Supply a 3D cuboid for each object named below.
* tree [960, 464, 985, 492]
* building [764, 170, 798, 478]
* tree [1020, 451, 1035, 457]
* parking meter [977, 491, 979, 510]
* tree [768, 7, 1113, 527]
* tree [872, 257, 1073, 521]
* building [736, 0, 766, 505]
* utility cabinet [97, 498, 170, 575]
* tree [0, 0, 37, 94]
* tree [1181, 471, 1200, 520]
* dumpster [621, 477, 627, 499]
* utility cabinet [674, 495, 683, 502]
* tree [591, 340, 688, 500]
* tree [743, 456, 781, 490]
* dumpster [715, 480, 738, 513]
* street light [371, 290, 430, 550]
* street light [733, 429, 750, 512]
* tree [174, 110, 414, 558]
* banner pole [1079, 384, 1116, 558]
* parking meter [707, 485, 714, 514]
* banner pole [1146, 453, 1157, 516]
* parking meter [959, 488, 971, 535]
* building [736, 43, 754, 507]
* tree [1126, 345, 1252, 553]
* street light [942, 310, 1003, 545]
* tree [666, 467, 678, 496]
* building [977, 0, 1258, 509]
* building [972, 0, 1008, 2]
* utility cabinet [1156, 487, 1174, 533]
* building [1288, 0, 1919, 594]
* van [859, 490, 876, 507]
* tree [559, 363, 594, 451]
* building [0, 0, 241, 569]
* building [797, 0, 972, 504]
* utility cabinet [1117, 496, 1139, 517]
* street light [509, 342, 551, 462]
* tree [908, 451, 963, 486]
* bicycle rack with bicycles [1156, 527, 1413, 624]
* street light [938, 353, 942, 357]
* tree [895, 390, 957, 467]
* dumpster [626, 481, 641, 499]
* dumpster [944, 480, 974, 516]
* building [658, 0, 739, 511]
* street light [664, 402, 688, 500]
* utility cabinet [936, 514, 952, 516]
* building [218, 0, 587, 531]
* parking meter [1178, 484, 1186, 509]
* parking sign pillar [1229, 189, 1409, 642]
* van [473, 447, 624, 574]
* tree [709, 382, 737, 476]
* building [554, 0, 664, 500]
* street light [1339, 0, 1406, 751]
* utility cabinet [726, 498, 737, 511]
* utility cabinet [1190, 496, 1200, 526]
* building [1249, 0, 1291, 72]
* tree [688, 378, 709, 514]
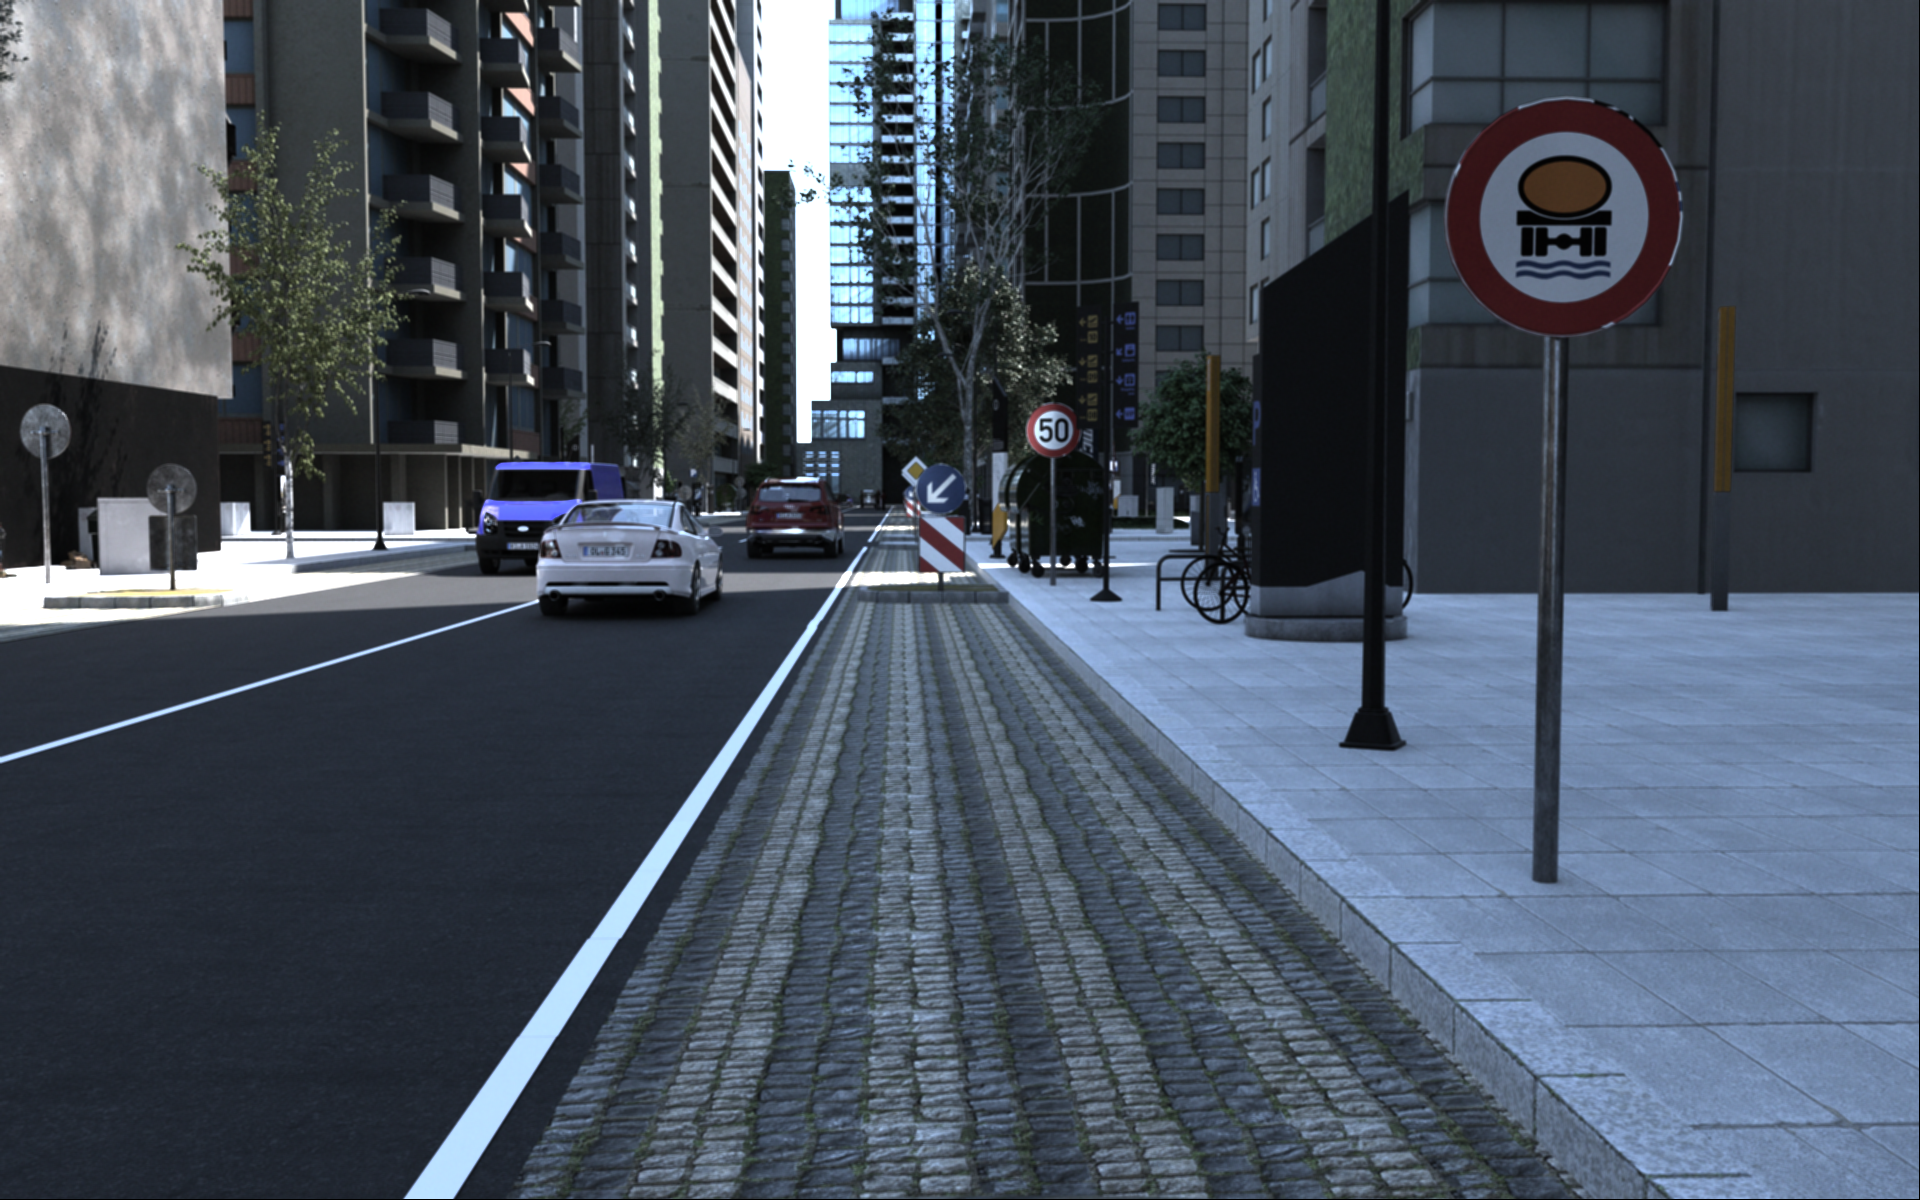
[{"bbox_3d":[0.611,-6.087,94.122,1.663,3.219,1.824,0,3,0],"label":"tree"},{"bbox_3d":[-28.031,-32.855,220.780,14.086,41.232,14.154,0,4,-2],"label":"building"},{"bbox_3d":[2.187,-2.888,41.814,1.663,3.219,1.824,0,3,0],"label":"tree"},{"bbox_3d":[0.931,-5.692,101.475,0.372,1.533,0.369,0,3,0],"label":"parking meter"},{"bbox_3d":[-0.701,-13.006,68.531,12.611,20.169,13.585,0,3,0],"label":"tree"},{"bbox_3d":[0.644,-10.198,83.748,9.611,12.733,9.660,0,3,0],"label":"tree"},{"bbox_3d":[-35.785,-39.578,189.094,28.212,58.520,21.231,0,4,-2],"label":"building"},{"bbox_3d":[-13.149,-1.004,27.580,1.020,1.237,0.306,-2,4,-24],"label":"utility cabinet"},{"bbox_3d":[-13.491,-6.348,14.165,12.009,13.543,11.850,0,3,0],"label":"tree"},{"bbox_3d":[11.546,-5.491,84.387,1.663,3.219,1.824,0,3,0],"label":"tree"},{"bbox_3d":[-11.723,-3.089,55.457,1.985,2.255,1.502,0,4,-1],"label":"dumpster"},{"bbox_3d":[-15.625,-5.246,96.931,0.306,1.237,1.020,1,4,18],"label":"utility cabinet"},{"bbox_3d":[-15.428,-8.082,82.498,4.360,8.622,3.978,0,3,0],"label":"tree"},{"bbox_3d":[-16.990,-10.090,148.685,4.285,4.588,4.351,0,3,0],"label":"tree"},{"bbox_3d":[-16.176,-7.181,119.904,1.502,2.255,1.985,0,4,-2],"label":"dumpster"},{"bbox_3d":[-12.749,-4.096,39.516,1.470,5.913,1.316,0,4,-2],"label":"street light"},{"bbox_3d":[-15.604,-9.221,123.309,1.470,5.913,1.316,0,4,-2],"label":"street light"},{"bbox_3d":[-13.147,-5.140,34.397,4.737,8.622,4.395,0,3,0],"label":"tree"},{"bbox_3d":[2.706,-2.728,34.612,0.863,3.779,0.401,-1,4,-13],"label":"banner pole"},{"bbox_3d":[-15.921,-6.414,110.581,0.255,1.863,0.399,3,5,39],"label":"parking meter"},{"bbox_3d":[9.330,-5.795,84.761,0.863,3.779,0.401,3,5,42],"label":"banner pole"},{"bbox_3d":[0.144,-2.788,53.998,0.372,1.533,0.369,0,3,0],"label":"parking meter"},{"bbox_3d":[-28.029,-31.849,170.845,14.600,45.320,14.200,0,4,-2],"label":"building"},{"bbox_3d":[5.386,-3.330,38.163,4.285,4.588,4.351,0,3,0],"label":"tree"},{"bbox_3d":[0.365,-4.359,43.819,1.470,5.913,1.316,0,4,-2],"label":"street light"},{"bbox_3d":[-20.460,-7.749,121.296,1.663,3.219,1.824,0,3,0],"label":"tree"},{"bbox_3d":[11.739,-41.245,112.611,20.563,71.187,20.611,0,4,-2],"label":"building"},{"bbox_3d":[11.846,-32.774,155.463,23.786,49.044,30.456,0,4,-2],"label":"building"},{"bbox_3d":[6.624,-2.899,56.074,0.318,1.500,1.173,1,4,20],"label":"utility cabinet"},{"bbox_3d":[12.646,-21.068,28.051,14.154,41.232,14.086,0,4,-2],"label":"building"},{"bbox_3d":[-9.818,-10.967,186.319,2.013,2.044,4.112,0,4,-2],"label":"van"},{"bbox_3d":[-22.123,-8.713,92.820,4.737,8.622,4.395,0,3,0],"label":"tree"},{"bbox_3d":[-24.705,-10.111,32.771,16.811,18.784,16.820,0,4,-2],"label":"building"},{"bbox_3d":[-5.045,-55.733,223.913,31.000,86.520,22.319,0,4,-2],"label":"building"},{"bbox_3d":[6.546,-3.449,67.555,0.306,1.237,1.020,-2,4,-30],"label":"utility cabinet"},{"bbox_3d":[-13.192,-4.922,53.009,1.470,5.913,1.316,0,4,-2],"label":"street light"},{"bbox_3d":[-1.364,-7.745,110.350,4.285,4.588,4.351,0,3,0],"label":"tree"},{"bbox_3d":[3.448,-0.304,18.354,2.925,0.926,2.852,-1,4,-14],"label":"bicycle rack with bicycles"},{"bbox_3d":[-0.033,-5.176,57.171,1.470,5.913,1.316,0,4,-2],"label":"street light"},{"bbox_3d":[-1.687,-12.312,135.715,7.601,10.594,8.767,1,4,17],"label":"tree"},{"bbox_3d":[-14.565,-4.229,74.906,1.264,1.857,1.865,0,4,-2],"label":"dumpster"},{"bbox_3d":[-0.158,-4.617,77.976,1.502,2.255,1.985,0,4,-2],"label":"dumpster"},{"bbox_3d":[-29.366,-31.432,137.613,21.300,48.544,21.600,0,4,-2],"label":"building"},{"bbox_3d":[-14.453,-7.055,87.886,1.470,5.913,1.316,0,4,-2],"label":"street light"},{"bbox_3d":[-0.923,-5.607,102.836,1.020,1.237,0.306,2,4,25],"label":"utility cabinet"},{"bbox_3d":[-28.280,-25.545,72.282,22.147,44.769,28.867,0,4,-2],"label":"building"},{"bbox_3d":[12.665,-5.697,98.862,0.399,1.863,0.255,1,4,19],"label":"parking meter"},{"bbox_3d":[3.306,-1.657,15.564,1.447,3.967,1.447,0,4,-2],"label":"parking sign pillar"},{"bbox_3d":[-7.699,-1.744,32.892,2.240,2.365,5.245,0,4,-1],"label":"van"},{"bbox_3d":[-16.786,-9.963,113.257,4.360,8.622,3.978,0,3,0],"label":"tree"},{"bbox_3d":[-25.640,-25.626,102.583,14.154,41.232,14.086,0,4,-2],"label":"building"},{"bbox_3d":[1.563,-2.208,8.640,1.470,5.913,1.316,0,4,-2],"label":"street light"},{"bbox_3d":[-16.765,-7.257,127.333,0.318,1.500,1.173,1,4,22],"label":"utility cabinet"},{"bbox_3d":[9.764,-3.659,70.991,0.306,1.237,1.020,2,4,32],"label":"utility cabinet"},{"bbox_3d":[27.207,-29.387,69.721,27.495,52.752,28.713,0,4,-2],"label":"building"},{"bbox_3d":[-16.274,-8.758,93.557,4.360,8.622,3.978,0,3,0],"label":"tree"}]
